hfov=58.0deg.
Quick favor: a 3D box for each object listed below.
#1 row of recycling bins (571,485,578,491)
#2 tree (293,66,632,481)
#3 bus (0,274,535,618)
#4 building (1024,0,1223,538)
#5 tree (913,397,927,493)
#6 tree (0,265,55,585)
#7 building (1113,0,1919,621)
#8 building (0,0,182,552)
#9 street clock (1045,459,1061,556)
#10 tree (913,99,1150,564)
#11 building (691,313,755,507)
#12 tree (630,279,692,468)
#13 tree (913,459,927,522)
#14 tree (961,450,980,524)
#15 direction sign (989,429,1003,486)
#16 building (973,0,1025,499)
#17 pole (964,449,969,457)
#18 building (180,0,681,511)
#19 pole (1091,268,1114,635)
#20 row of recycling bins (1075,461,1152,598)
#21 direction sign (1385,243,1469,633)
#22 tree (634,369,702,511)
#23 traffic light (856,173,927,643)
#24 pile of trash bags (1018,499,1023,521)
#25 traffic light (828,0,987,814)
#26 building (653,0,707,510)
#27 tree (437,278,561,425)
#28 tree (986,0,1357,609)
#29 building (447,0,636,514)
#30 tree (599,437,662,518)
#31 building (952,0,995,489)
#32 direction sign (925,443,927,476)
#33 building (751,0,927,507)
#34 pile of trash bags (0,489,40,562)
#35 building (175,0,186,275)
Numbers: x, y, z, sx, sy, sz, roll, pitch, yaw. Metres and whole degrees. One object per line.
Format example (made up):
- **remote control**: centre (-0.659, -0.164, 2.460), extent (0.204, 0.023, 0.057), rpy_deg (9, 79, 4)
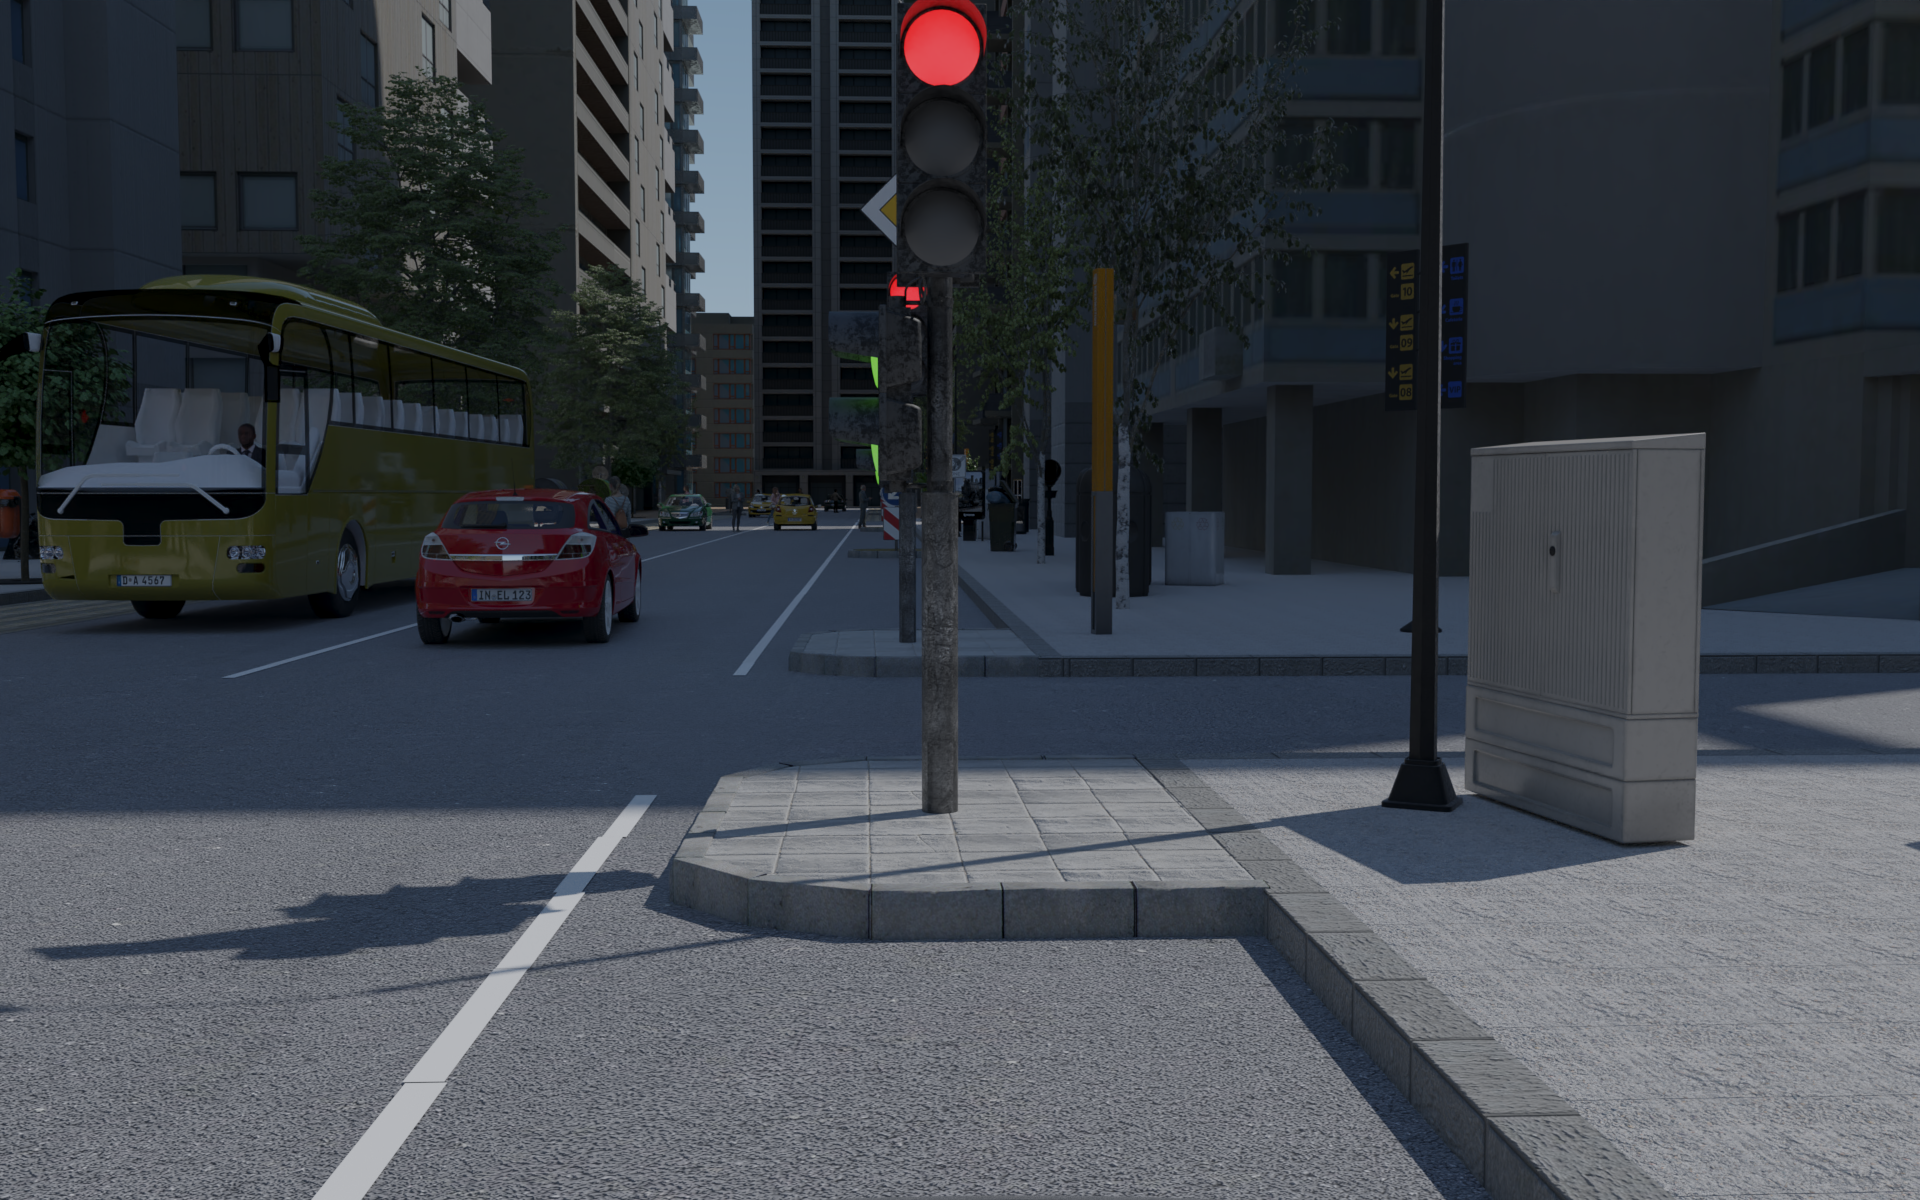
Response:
- **row of recycling bins**: centre (-17.358, -4.514, 80.918), extent (3.534, 1.692, 1.069), rpy_deg (-1, 4, -23)
- **tree**: centre (-14.037, -7.855, 46.564), extent (7.486, 12.596, 7.792), rpy_deg (0, 3, 0)
- **bus**: centre (-8.347, -1.939, 23.256), extent (2.896, 3.916, 12.252), rpy_deg (0, 4, -1)
- **building**: centre (12.900, -31.899, 63.544), extent (21.231, 58.520, 28.212), rpy_deg (0, 4, -3)
- **tree**: centre (-2.389, -9.376, 103.667), extent (4.360, 8.622, 3.978), rpy_deg (0, 3, 0)
- **tree**: centre (-13.562, -2.522, 24.952), extent (4.285, 4.588, 4.351), rpy_deg (0, 3, 0)
- **building**: centre (15.890, -20.833, 32.505), extent (23.993, 40.220, 32.217), rpy_deg (0, 4, -3)
- **building**: centre (-29.782, -29.764, 28.636), extent (21.231, 58.520, 28.212), rpy_deg (0, 4, -3)
- **street clock**: centre (1.863, -1.927, 36.079), extent (0.471, 2.002, 0.358), rpy_deg (0, 4, -4)
- **tree**: centre (1.259, -4.978, 31.750), extent (4.737, 8.622, 4.395), rpy_deg (0, 3, 0)
- **building**: centre (-36.122, -21.037, 188.995), extent (28.899, 21.520, 27.650), rpy_deg (0, 4, -3)
- **tree**: centre (-17.003, -10.234, 85.450), extent (7.486, 12.596, 7.792), rpy_deg (0, 3, 0)
- **tree**: centre (-1.448, -5.283, 80.974), extent (1.663, 3.219, 1.824), rpy_deg (0, 3, 0)
- **tree**: centre (0.474, -4.921, 75.054), extent (1.663, 3.219, 1.824), rpy_deg (0, 3, 0)
- **direction sign**: centre (1.244, -4.189, 60.487), extent (0.379, 3.537, 0.876), rpy_deg (-2, 4, -30)
- **building**: centre (12.140, -27.541, 104.917), extent (22.147, 44.769, 28.867), rpy_deg (0, 4, -3)
- **pole**: centre (0.294, -5.155, 78.131), extent (0.158, 3.312, 0.155), rpy_deg (0, 3, 0)
- **building**: centre (-35.061, -32.665, 123.306), extent (28.713, 52.752, 27.495), rpy_deg (0, 4, -3)
- **pole**: centre (1.297, -1.342, 15.783), extent (0.158, 3.312, 0.155), rpy_deg (0, 3, 0)
- **row of recycling bins**: centre (2.062, -0.980, 23.130), extent (1.069, 1.692, 3.534), rpy_deg (0, 4, 7)
- **direction sign**: centre (4.296, -1.470, 16.033), extent (0.379, 3.537, 0.876), rpy_deg (-3, 4, -39)
- **tree**: centre (-17.129, -9.150, 99.960), extent (4.737, 8.622, 4.395), rpy_deg (0, 3, 0)
- **traffic light**: centre (-0.472, -1.588, 14.878), extent (0.839, 4.253, 0.868), rpy_deg (0, 4, -3)
- **pile of trash bags**: centre (3.228, -4.469, 82.826), extent (1.912, 1.369, 3.447), rpy_deg (-2, 4, -28)
- **traffic light**: centre (-0.100, -1.100, 6.901), extent (0.839, 4.253, 0.868), rpy_deg (0, 4, -3)
- **building**: centre (-37.717, -32.363, 148.741), extent (30.456, 49.044, 23.786), rpy_deg (0, 4, -3)
- **tree**: centre (-15.296, -6.493, 56.519), extent (4.737, 8.622, 4.395), rpy_deg (0, 3, 0)
- **tree**: centre (2.054, -4.207, 19.153), extent (4.360, 8.622, 3.978), rpy_deg (0, 3, 0)
- **building**: centre (-31.034, -29.076, 99.094), extent (21.300, 48.544, 21.600), rpy_deg (0, 4, -3)
- **tree**: centre (-17.779, -6.711, 93.436), extent (4.285, 4.588, 4.351), rpy_deg (0, 3, 0)
- **building**: centre (8.941, -32.332, 152.337), extent (21.300, 48.544, 21.600), rpy_deg (0, 4, -3)
- **direction sign**: centre (-1.244, -5.151, 76.218), extent (0.379, 3.537, 0.876), rpy_deg (-3, 4, -38)
- **building**: centre (-11.226, -45.674, 185.018), extent (20.611, 71.187, 20.563), rpy_deg (0, 4, -3)
- **pile of trash bags**: centre (-17.952, -1.491, 34.135), extent (1.912, 1.369, 3.447), rpy_deg (0, 4, 1)
- **building**: centre (-33.486, -29.066, 64.465), extent (28.713, 52.752, 27.495), rpy_deg (0, 4, -3)
